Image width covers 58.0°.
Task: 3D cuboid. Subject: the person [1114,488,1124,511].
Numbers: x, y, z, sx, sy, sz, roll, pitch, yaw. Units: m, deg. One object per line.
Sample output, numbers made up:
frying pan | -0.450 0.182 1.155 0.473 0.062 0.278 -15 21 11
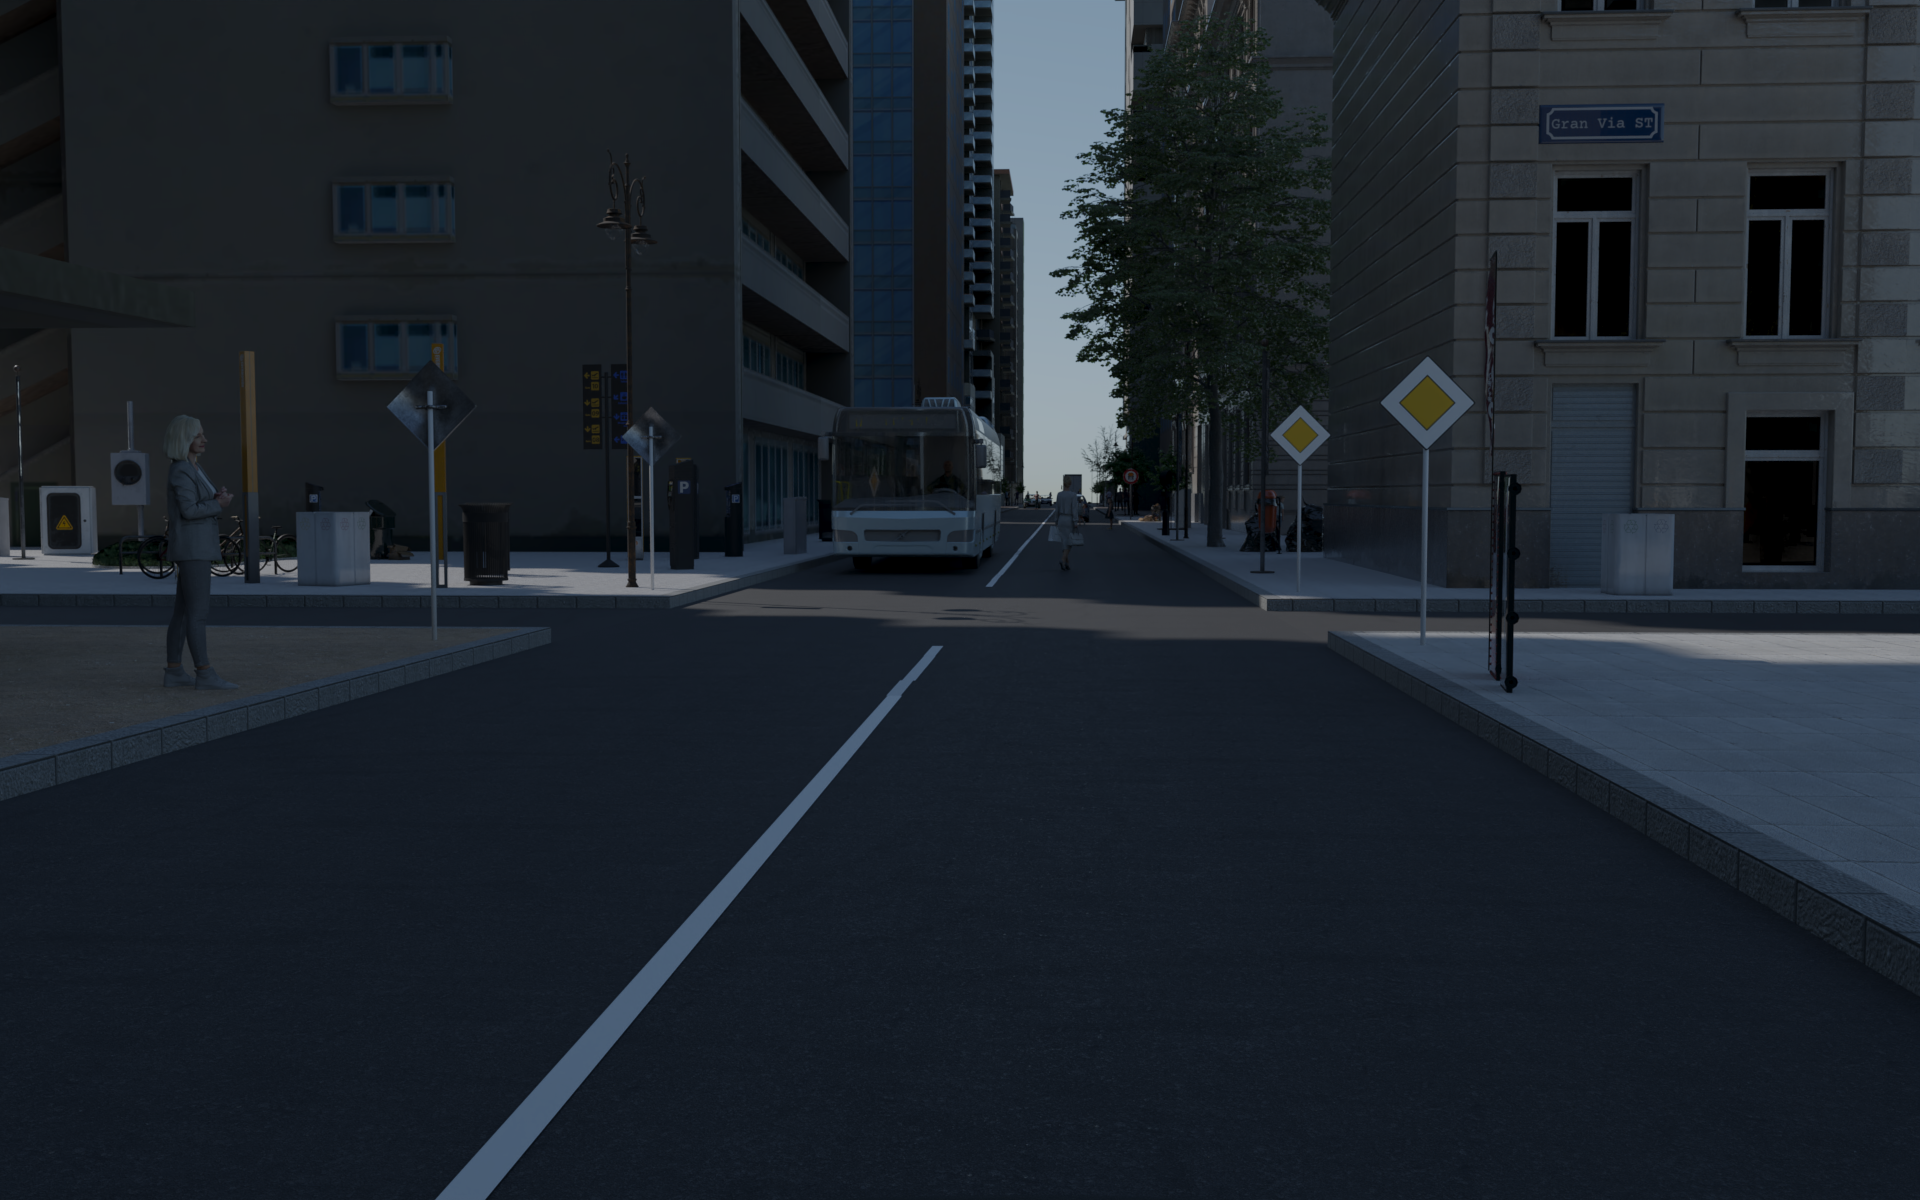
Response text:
person | 12.269 -7.713 132.697 0.990 1.755 0.434 2 4 33

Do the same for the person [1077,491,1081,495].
person | 15.643 -13.535 229.662 0.599 1.838 0.709 -3 4 -36

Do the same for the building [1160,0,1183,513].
building | 19.561 -27.825 105.043 14.600 45.320 14.200 0 4 4

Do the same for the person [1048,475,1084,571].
person | 1.964 -1.450 32.562 0.624 1.780 0.694 -3 5 -43

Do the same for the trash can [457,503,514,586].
trash can | -6.703 -0.784 24.469 0.748 1.137 0.748 0 3 0

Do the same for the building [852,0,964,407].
building | -7.040 -28.697 119.304 14.600 45.320 14.200 0 4 4

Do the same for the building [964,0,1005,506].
building | -5.844 -54.092 197.075 22.319 86.520 31.000 0 4 4

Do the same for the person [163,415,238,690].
person | -5.042 -0.324 11.524 0.526 1.800 0.537 0 4 -7

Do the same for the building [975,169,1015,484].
building | -4.125 -35.080 228.179 22.147 44.769 28.867 0 4 4

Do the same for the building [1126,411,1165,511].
building | 24.134 -49.776 126.510 22.319 86.520 31.000 0 4 4

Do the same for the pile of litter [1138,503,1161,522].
pile of litter | 8.885 -4.086 80.770 1.176 0.858 1.719 1 4 22

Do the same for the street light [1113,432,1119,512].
street light | 11.432 -9.445 127.205 0.468 5.910 1.993 0 4 4

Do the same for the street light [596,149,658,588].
street light | -4.515 -3.112 23.677 0.468 5.910 1.993 0 4 4

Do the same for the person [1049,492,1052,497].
person | 12.656 -14.255 242.233 0.551 1.740 0.621 3 4 38

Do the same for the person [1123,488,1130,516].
person | 9.980 -5.871 103.507 0.593 1.643 0.415 -3 4 -37

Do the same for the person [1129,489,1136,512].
person | 12.071 -6.914 120.553 0.593 1.643 0.415 1 4 9

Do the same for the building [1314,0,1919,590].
building | 19.066 -14.088 27.606 25.104 27.353 12.463 0 4 4

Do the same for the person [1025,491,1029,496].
person | 9.792 -14.981 251.705 0.721 1.736 1.217 2 4 31

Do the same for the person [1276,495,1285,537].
person | 9.488 -2.501 51.616 0.352 1.250 0.332 -1 4 -20

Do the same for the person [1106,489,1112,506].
person | 12.801 -8.709 149.375 0.756 1.711 0.436 -2 4 -30

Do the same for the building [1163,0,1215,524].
building | 17.326 -18.198 84.928 14.401 28.519 23.554 0 4 4

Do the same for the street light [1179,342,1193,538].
street light | 6.542 -4.719 49.938 0.468 5.910 1.993 0 4 4

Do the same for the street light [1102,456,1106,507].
street light | 14.365 -12.231 172.765 0.468 5.910 1.993 0 4 4

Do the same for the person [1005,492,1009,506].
person | 5.043 -10.989 185.697 0.705 1.826 1.348 0 4 -7

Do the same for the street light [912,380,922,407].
street light | -1.637 -5.899 69.240 0.468 5.910 1.993 0 4 4

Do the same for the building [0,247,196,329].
building | -21.596 -21.357 3.820 28.867 44.769 22.147 0 4 4

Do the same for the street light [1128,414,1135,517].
street light | 9.656 -7.607 97.164 0.468 5.910 1.993 0 4 4

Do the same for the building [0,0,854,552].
building | -14.889 -25.936 47.760 21.300 48.544 21.600 0 4 4

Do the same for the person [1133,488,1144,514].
person | 11.207 -6.294 109.664 0.721 1.735 1.217 -2 4 -33

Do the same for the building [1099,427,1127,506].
building | 35.905 -33.738 243.490 32.217 40.220 23.993 0 4 4

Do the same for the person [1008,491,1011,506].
person | 5.278 -11.102 187.567 0.705 1.822 1.348 0 4 -6

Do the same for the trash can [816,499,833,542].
trash can | -3.515 -2.149 46.797 0.748 1.137 0.748 0 3 0

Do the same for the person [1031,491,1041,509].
person | 7.193 -9.418 163.194 0.721 1.736 1.217 -3 5 -43

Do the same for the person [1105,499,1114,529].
person | 6.088 -3.507 70.516 0.373 1.253 0.362 1 4 11

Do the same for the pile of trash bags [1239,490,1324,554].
pile of trash bags | 7.108 -1.755 38.443 1.912 1.369 3.447 1 4 20

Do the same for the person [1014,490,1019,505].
person | 6.467 -11.810 199.586 0.683 1.767 0.568 -3 5 -43

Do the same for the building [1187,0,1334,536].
building | 14.670 -13.833 62.328 11.583 22.565 21.152 0 4 4

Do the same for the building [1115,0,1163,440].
building | 28.694 -34.732 157.100 28.713 52.752 27.495 0 4 4

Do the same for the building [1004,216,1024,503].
building | 2.023 -34.610 249.474 14.154 41.232 14.086 0 4 4

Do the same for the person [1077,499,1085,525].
person | 5.453 -4.004 78.979 0.505 1.210 0.382 -1 4 -14

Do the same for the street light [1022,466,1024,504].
street light | 8.315 -15.663 228.884 0.468 5.910 1.993 0 4 4
